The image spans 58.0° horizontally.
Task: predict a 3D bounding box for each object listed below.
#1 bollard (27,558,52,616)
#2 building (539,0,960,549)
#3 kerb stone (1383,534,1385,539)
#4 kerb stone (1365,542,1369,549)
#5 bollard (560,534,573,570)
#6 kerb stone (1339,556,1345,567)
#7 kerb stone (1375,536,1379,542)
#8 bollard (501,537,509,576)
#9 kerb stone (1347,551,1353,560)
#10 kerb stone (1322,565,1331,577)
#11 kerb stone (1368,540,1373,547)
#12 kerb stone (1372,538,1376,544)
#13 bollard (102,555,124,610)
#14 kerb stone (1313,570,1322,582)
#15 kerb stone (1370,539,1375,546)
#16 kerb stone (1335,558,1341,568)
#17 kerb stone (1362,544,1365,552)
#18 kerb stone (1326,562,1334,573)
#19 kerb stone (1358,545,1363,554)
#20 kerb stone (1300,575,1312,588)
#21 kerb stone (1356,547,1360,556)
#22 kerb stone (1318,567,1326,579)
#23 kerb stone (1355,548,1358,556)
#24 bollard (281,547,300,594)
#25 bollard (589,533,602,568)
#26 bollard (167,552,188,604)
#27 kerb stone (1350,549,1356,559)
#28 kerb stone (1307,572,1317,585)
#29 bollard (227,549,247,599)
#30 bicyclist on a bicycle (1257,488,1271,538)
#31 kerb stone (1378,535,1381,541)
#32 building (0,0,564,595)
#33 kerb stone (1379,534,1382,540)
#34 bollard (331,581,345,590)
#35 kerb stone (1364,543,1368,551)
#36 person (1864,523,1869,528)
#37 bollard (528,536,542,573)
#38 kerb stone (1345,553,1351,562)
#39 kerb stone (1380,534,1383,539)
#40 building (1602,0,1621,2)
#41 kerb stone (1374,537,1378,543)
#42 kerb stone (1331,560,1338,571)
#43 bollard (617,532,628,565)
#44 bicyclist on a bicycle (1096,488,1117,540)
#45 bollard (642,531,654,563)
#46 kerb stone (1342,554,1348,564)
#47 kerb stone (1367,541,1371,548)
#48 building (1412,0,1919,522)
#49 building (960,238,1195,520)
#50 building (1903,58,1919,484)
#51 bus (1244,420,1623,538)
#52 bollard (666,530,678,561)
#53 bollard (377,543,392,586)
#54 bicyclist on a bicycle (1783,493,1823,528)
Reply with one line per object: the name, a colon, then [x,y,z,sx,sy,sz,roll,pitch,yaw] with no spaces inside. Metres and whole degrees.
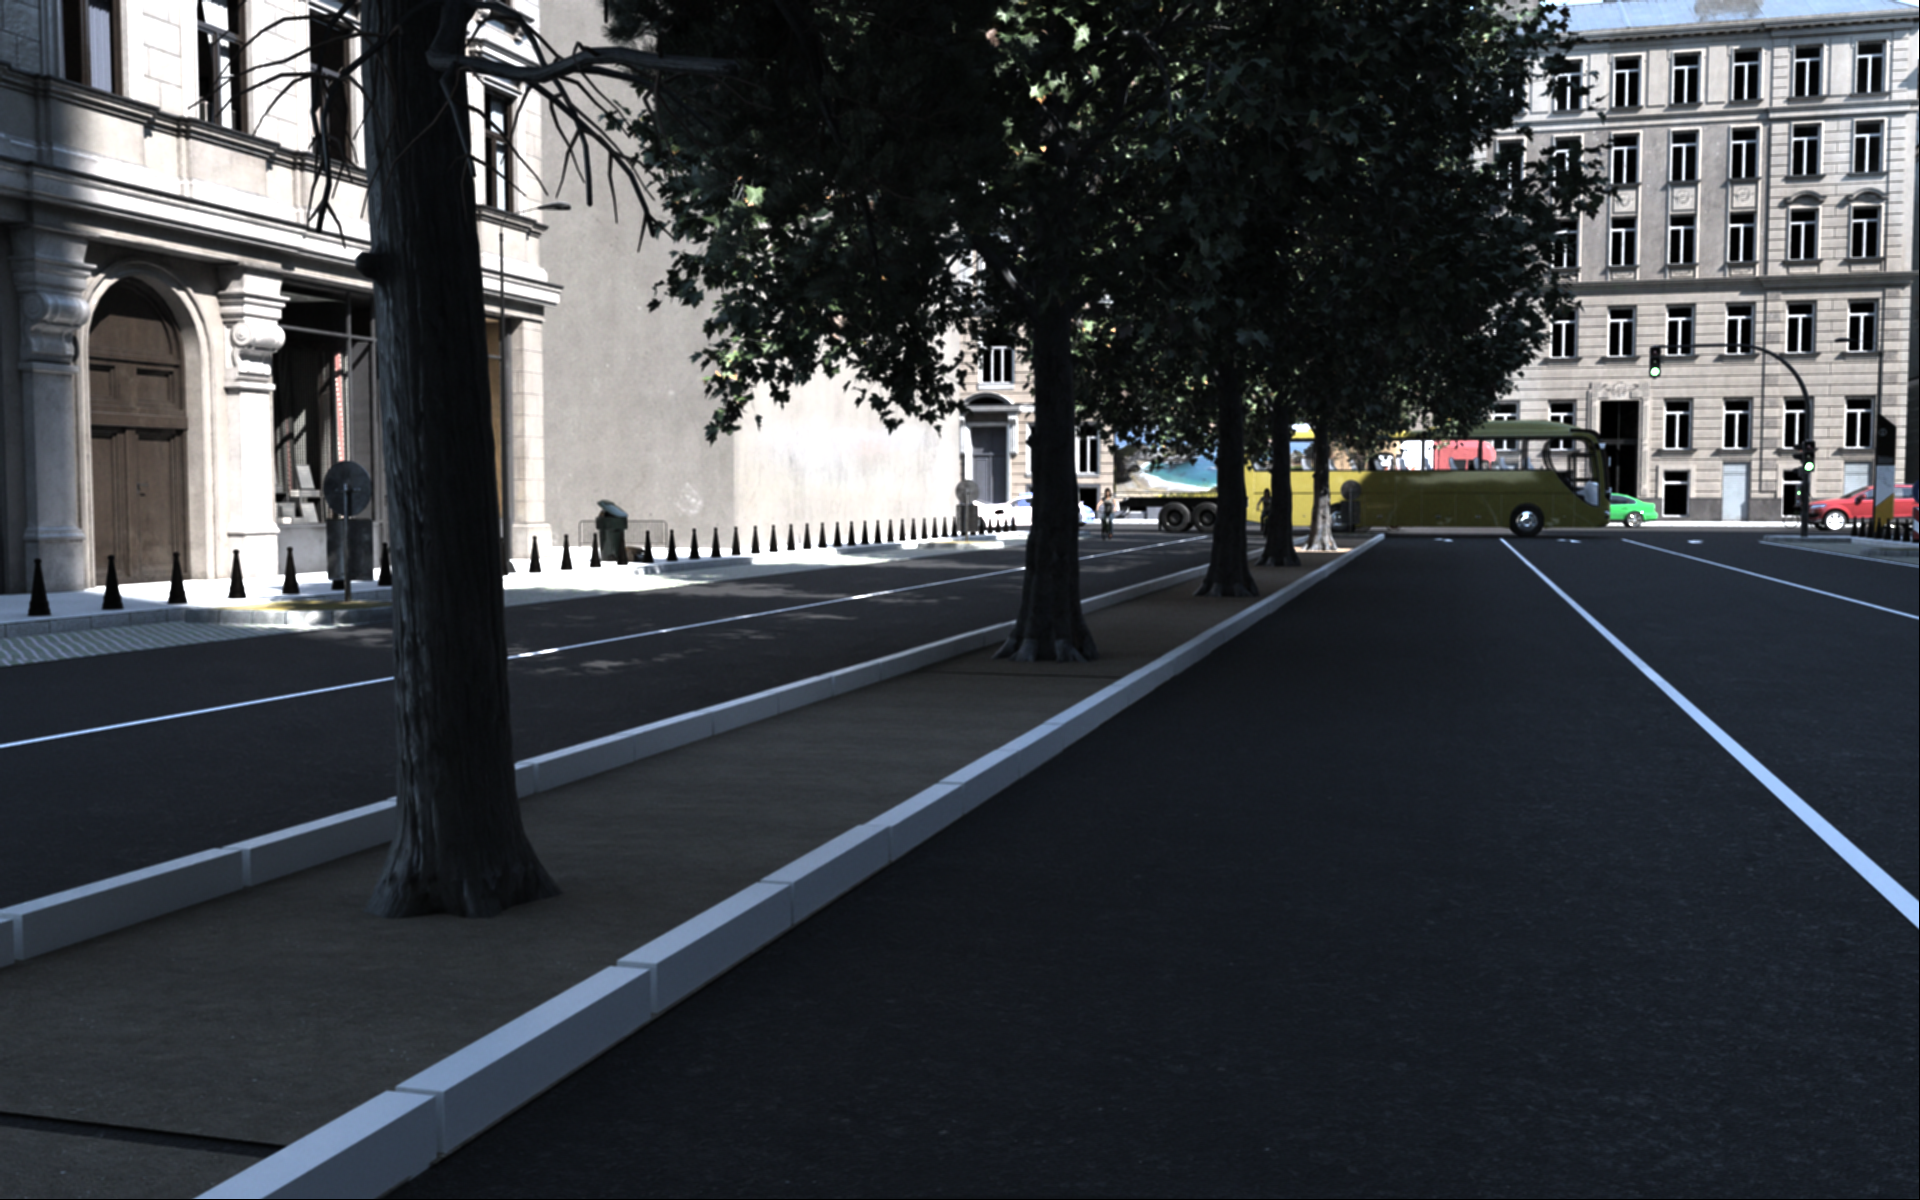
bollard: [-9.740,-0.139,18.307,0.229,0.601,0.229,0,3,0]
building: [-18.987,-15.225,53.441,34.151,26.468,19.350,1,4,16]
kerb stone: [13.023,-1.929,53.729,0.120,0.150,1.000,1,4,16]
kerb stone: [10.212,-1.319,43.837,0.120,0.150,1.000,1,4,16]
bollard: [-6.641,-0.806,29.224,0.229,0.601,0.229,0,3,0]
kerb stone: [7.399,-0.712,33.937,0.120,0.150,1.000,1,4,16]
kerb stone: [11.891,-1.687,49.777,0.120,0.150,1.000,1,4,16]
bollard: [-7.212,-0.685,27.234,0.229,0.601,0.229,0,3,0]
kerb stone: [8.243,-0.900,36.918,0.120,0.150,1.000,1,4,16]
kerb stone: [6.283,-0.470,29.970,0.120,0.150,1.000,1,4,16]
kerb stone: [10.773,-1.445,45.814,0.120,0.150,1.000,1,4,16]
kerb stone: [11.332,-1.566,47.801,0.120,0.150,1.000,1,4,16]
bollard: [-9.454,-0.200,19.308,0.229,0.601,0.229,0,3,0]
kerb stone: [5.710,-0.355,28.000,0.120,0.150,1.000,1,4,16]
kerb stone: [11.057,-1.505,46.804,0.120,0.150,1.000,1,4,16]
kerb stone: [7.114,-0.653,32.951,0.120,0.150,1.000,1,4,16]
kerb stone: [9.644,-1.203,41.857,0.120,0.150,1.000,1,4,16]
kerb stone: [6.556,-0.537,30.969,0.120,0.150,1.000,1,4,16]
kerb stone: [9.371,-1.140,40.868,0.120,0.150,1.000,1,4,16]
kerb stone: [5.148,-0.233,26.015,0.120,0.150,1.000,1,4,16]
kerb stone: [9.077,-1.080,39.885,0.120,0.150,1.000,1,4,16]
kerb stone: [5.994,-0.413,28.986,0.120,0.150,1.000,1,4,16]
kerb stone: [8.803,-1.021,38.891,0.120,0.150,1.000,1,4,16]
bollard: [-8.615,-0.382,22.281,0.229,0.601,0.229,0,3,0]
bollard: [-6.362,-0.867,30.213,0.229,0.601,0.229,0,3,0]
bollard: [-9.178,-0.260,20.299,0.229,0.601,0.229,0,3,0]
kerb stone: [8.530,-0.961,37.902,0.120,0.150,1.000,1,4,16]
kerb stone: [5.434,-0.295,27.012,0.120,0.150,1.000,1,4,16]
bollard: [-8.891,-0.321,21.290,0.229,0.601,0.229,0,3,0]
bicyclist on a bicycle: [10.052,-2.858,56.757,1.499,1.676,1.625,1,4,14]
kerb stone: [12.171,-1.741,50.764,0.120,0.150,1.000,1,4,16]
building: [-17.844,-10.110,16.202,10.553,20.767,40.483,1,4,16]
kerb stone: [12.450,-1.807,51.751,0.120,0.150,1.000,1,4,16]
bollard: [-8.338,-0.442,23.269,0.229,0.601,0.229,0,3,0]
kerb stone: [9.936,-1.262,42.842,0.120,0.150,1.000,1,4,16]
person: [38.627,-3.509,73.799,0.347,0.859,0.695,3,5,42]
bollard: [-6.928,-0.745,28.229,0.229,0.601,0.229,0,3,0]
kerb stone: [7.964,-0.840,35.927,0.120,0.150,1.000,1,4,16]
kerb stone: [12.731,-1.868,52.745,0.120,0.150,1.000,1,4,16]
building: [79.028,-45.936,189.310,20.563,71.187,20.611,1,4,16]
kerb stone: [11.618,-1.625,48.788,0.120,0.150,1.000,1,4,16]
kerb stone: [6.843,-0.597,31.961,0.120,0.150,1.000,1,4,16]
bollard: [-6.085,-0.927,31.205,0.229,0.601,0.229,0,3,0]
bicyclist on a bicycle: [4.586,-2.682,53.875,1.499,1.676,1.625,1,4,16]
bollard: [-5.800,-0.988,32.191,0.229,0.601,0.229,0,3,0]
kerb stone: [7.687,-0.778,34.928,0.120,0.150,1.000,1,4,16]
kerb stone: [10.492,-1.380,44.825,0.120,0.150,1.000,1,4,16]
building: [32.287,-17.636,85.606,25.104,27.353,12.463,1,4,16]
building: [10.518,-18.701,91.667,20.117,28.700,13.634,1,4,16]
building: [59.260,-15.076,79.771,30.059,22.955,16.112,1,4,16]
bus: [15.866,-4.121,58.925,12.252,3.916,2.896,1,4,16]
bollard: [-5.518,-1.048,33.179,0.229,0.601,0.229,0,3,0]
bollard: [-8.051,-0.503,24.264,0.229,0.601,0.229,0,3,0]
bicyclist on a bicycle: [35.434,-3.833,72.696,1.625,1.676,1.499,1,4,16]
